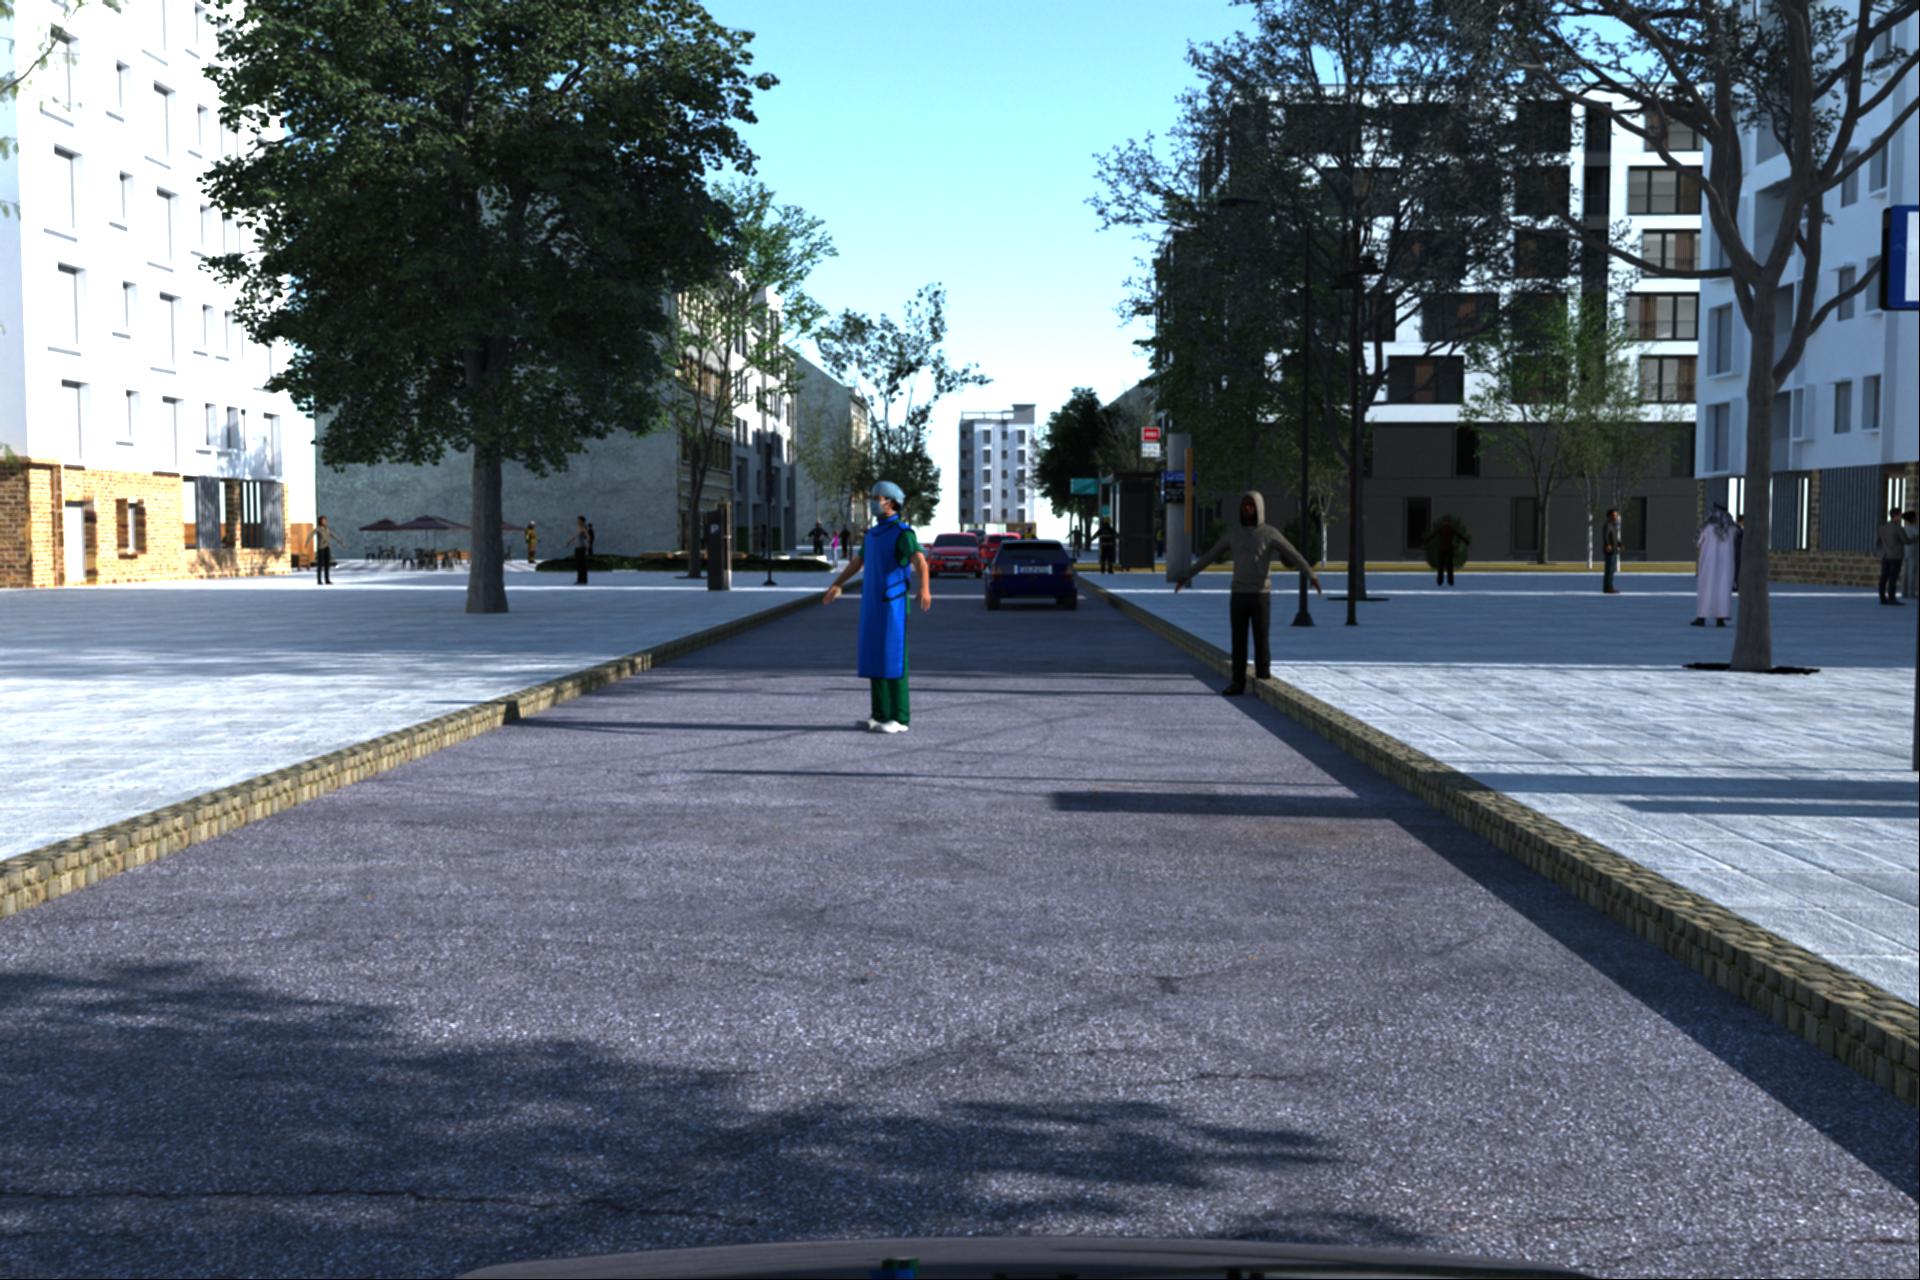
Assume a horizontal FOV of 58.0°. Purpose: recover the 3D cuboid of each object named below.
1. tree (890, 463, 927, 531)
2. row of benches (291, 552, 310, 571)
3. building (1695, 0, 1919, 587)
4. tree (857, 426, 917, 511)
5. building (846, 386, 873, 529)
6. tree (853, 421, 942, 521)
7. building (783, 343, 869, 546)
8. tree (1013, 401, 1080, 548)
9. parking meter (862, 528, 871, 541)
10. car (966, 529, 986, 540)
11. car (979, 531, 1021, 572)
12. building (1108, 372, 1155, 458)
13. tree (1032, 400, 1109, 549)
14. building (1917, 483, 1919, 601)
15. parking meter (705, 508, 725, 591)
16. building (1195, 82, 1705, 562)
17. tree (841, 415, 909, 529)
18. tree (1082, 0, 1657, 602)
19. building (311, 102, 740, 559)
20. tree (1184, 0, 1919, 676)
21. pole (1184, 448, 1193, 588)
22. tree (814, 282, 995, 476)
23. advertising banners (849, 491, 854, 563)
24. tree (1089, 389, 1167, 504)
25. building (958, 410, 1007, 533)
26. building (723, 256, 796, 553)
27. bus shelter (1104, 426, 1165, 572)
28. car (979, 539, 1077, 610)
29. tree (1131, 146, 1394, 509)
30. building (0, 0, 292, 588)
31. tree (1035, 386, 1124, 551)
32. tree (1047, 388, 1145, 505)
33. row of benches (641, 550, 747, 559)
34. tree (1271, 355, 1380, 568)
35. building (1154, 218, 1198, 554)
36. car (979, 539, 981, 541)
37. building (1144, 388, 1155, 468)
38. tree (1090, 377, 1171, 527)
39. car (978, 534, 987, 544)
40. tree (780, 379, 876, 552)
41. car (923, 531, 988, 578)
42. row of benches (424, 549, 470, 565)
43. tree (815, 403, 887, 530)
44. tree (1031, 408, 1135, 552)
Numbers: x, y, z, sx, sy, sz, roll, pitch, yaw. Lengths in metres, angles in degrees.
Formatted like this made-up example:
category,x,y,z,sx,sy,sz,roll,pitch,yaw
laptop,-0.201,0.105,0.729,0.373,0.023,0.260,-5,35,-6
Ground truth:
category,x,y,z,sx,sy,sz,roll,pitch,yaw
tree,-5.016,-12.732,158.522,4.360,8.622,3.978,0,3,0
row of benches,-24.744,-2.757,60.545,4.104,0.672,1.422,1,4,13
building,27.030,-11.801,49.363,16.016,20.090,11.380,0,4,2
tree,-5.211,-10.347,119.543,4.737,8.622,4.395,0,3,0
building,-20.612,-21.810,223.054,16.747,18.905,31.486,0,4,1
tree,-5.190,-12.770,143.209,8.767,10.594,7.601,1,4,15
building,-20.685,-22.380,196.843,19.493,23.208,18.063,0,4,2
tree,10.231,-15.226,159.322,12.009,13.543,11.850,0,3,0
parking meter,-3.898,-3.912,72.374,0.372,1.533,0.369,0,3,0
car,1.244,-7.772,135.741,2.281,1.827,5.304,0,4,1
car,1.667,-3.521,66.605,2.155,1.783,4.494,0,4,1
building,27.265,-23.240,210.895,19.493,23.208,18.063,0,4,1
tree,9.838,-13.980,146.705,7.486,12.596,7.792,0,3,0
building,27.398,-11.762,23.239,19.493,23.208,18.063,0,4,1
parking meter,-5.553,-2.052,39.263,0.399,1.863,0.255,0,4,1
building,26.713,-15.360,95.112,27.936,21.610,32.646,0,4,1
tree,-5.944,-9.578,106.962,4.360,8.622,3.978,0,3,0
tree,7.548,-7.502,33.030,12.009,13.543,11.850,0,3,0
building,-23.233,-16.224,96.183,19.493,23.208,18.063,0,4,1
tree,7.536,-6.456,15.933,12.009,13.543,11.850,0,3,0
pole,5.441,-2.900,41.251,0.158,3.312,0.155,0,3,0
tree,-3.973,-16.728,129.397,12.611,20.169,13.585,0,3,0
advertising banners,-4.345,-4.475,69.353,0.090,3.025,2.074,0,4,1
tree,8.822,-8.328,86.533,4.360,8.622,3.978,0,3,0
building,0.113,-24.217,254.823,11.380,20.090,16.016,0,4,-4
building,-22.030,-15.696,123.087,16.747,18.905,31.486,0,4,2
bus shelter,6.349,-5.184,62.385,2.179,5.291,8.768,0,4,2
car,1.359,-1.314,34.071,1.945,1.354,3.894,0,3,0
tree,8.631,-8.071,50.093,7.486,12.596,7.792,0,3,0
building,-26.794,-11.382,42.508,16.016,20.090,11.380,0,4,1
tree,9.588,-13.174,133.514,7.486,12.596,7.792,0,3,0
tree,9.082,-10.832,111.521,7.601,10.594,8.767,0,4,5
row of benches,-10.063,-3.030,64.997,4.104,0.672,1.422,1,4,9
tree,13.880,-7.058,65.753,4.360,8.622,3.978,0,3,0
building,28.124,-17.368,127.945,27.936,21.610,32.646,0,4,1
car,0.408,-6.534,118.623,2.131,1.459,4.920,0,4,1
building,29.957,-21.569,183.585,19.493,23.208,18.063,0,4,1
tree,8.752,-7.961,80.529,4.360,8.622,3.978,0,3,0
car,2.018,-5.852,105.466,2.009,1.686,4.222,0,4,1
tree,-6.786,-7.991,81.023,4.360,8.622,3.978,0,3,0
car,-0.121,-2.980,57.765,2.155,1.783,4.494,0,4,2
row of benches,-21.532,-3.484,72.420,1.422,0.672,4.104,0,4,4
tree,-6.569,-8.986,97.288,4.360,8.622,3.978,0,3,0
tree,9.298,-11.640,124.723,8.767,10.594,7.601,0,3,0
